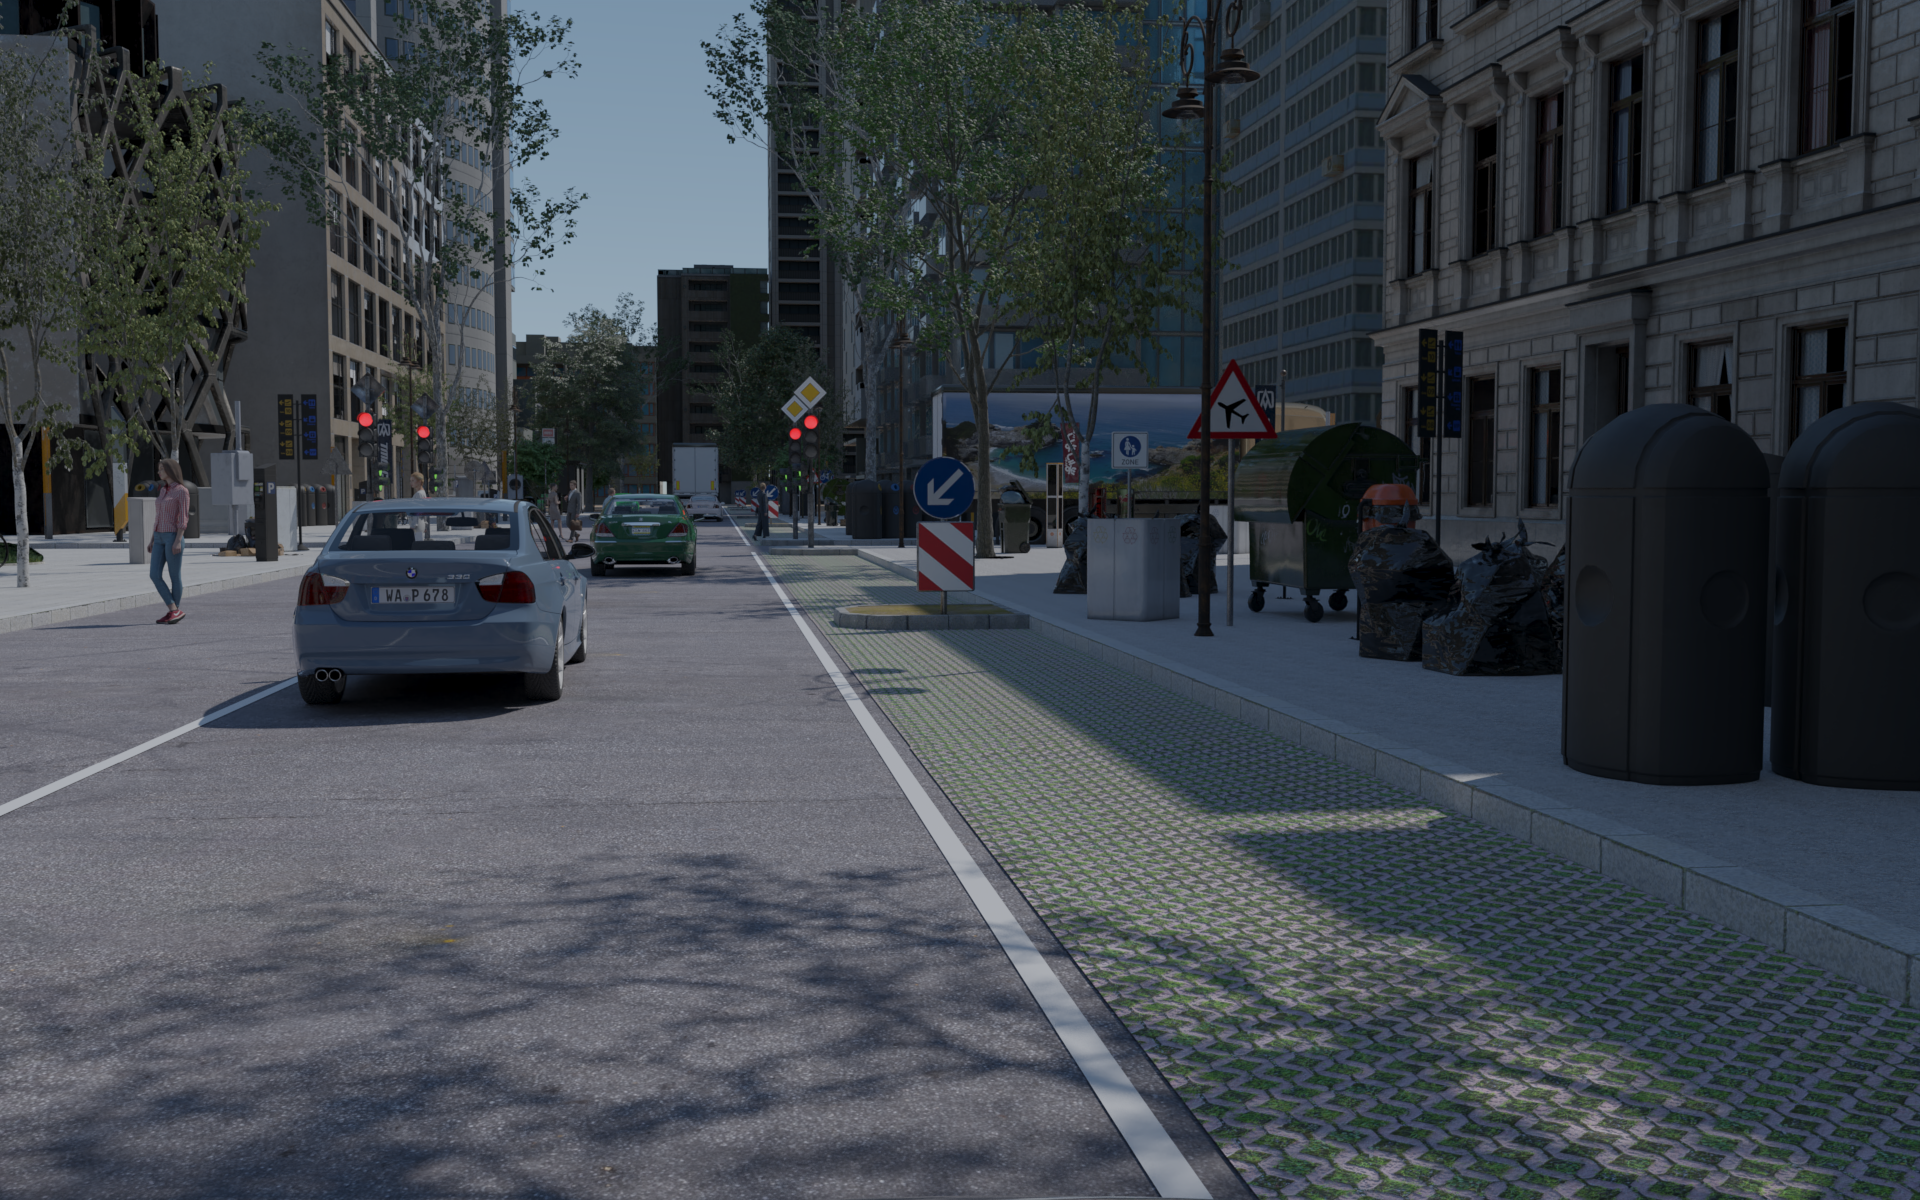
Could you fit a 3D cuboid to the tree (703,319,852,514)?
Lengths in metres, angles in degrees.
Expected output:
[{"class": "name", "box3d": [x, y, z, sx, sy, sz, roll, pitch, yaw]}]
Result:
[{"class": "tree", "box3d": [-11.744, -12.040, 113.862, 9.611, 12.733, 9.660, 0, 3, 0]}]

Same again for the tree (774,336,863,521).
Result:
[{"class": "tree", "box3d": [-6.784, -7.961, 80.530, 4.360, 8.622, 3.978, 0, 3, 0]}]

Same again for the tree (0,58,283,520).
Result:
[{"class": "tree", "box3d": [-13.460, -4.810, 29.004, 4.737, 8.622, 4.395, 0, 3, 0]}]

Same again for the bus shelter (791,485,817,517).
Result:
[{"class": "bus shelter", "box3d": [-9.325, -6.741, 101.493, 1.731, 3.624, 6.357, 0, 4, -8]}]

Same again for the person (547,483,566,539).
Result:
[{"class": "person", "box3d": [-12.794, -2.815, 54.868, 0.599, 1.781, 0.374, 3, 5, 41]}]

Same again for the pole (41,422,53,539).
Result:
[{"class": "pole", "box3d": [-25.879, -3.379, 49.092, 0.158, 3.312, 0.155, 0, 3, 0]}]

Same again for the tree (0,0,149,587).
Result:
[{"class": "tree", "box3d": [-12.945, -4.464, 23.351, 4.360, 8.622, 3.978, 0, 3, 0]}]

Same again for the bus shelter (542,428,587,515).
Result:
[{"class": "bus shelter", "box3d": [-24.770, -8.002, 108.458, 2.179, 5.291, 8.768, 0, 4, -8]}]

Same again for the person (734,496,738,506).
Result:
[{"class": "person", "box3d": [-24.744, -11.237, 192.737, 0.721, 1.766, 1.217, 2, 4, 29]}]

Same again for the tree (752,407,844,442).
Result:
[{"class": "tree", "box3d": [-12.757, -11.967, 130.076, 7.601, 10.594, 8.767, 1, 4, 20]}]

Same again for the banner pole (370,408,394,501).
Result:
[{"class": "banner pole", "box3d": [-17.038, -3.719, 50.828, 0.863, 3.779, 0.401, -3, 4, -38]}]

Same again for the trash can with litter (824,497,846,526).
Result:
[{"class": "trash can with litter", "box3d": [-4.871, -3.523, 68.993, 1.055, 1.170, 0.624, 1, 4, 13]}]

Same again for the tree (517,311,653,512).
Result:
[{"class": "tree", "box3d": [-26.303, -13.198, 122.434, 9.857, 13.997, 8.962, 0, 3, 0]}]

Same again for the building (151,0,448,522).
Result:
[{"class": "building", "box3d": [-39.768, -17.560, 91.625, 19.350, 26.468, 34.151, 0, 4, -8]}]

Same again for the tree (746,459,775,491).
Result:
[{"class": "tree", "box3d": [-21.673, -14.463, 186.828, 4.737, 8.622, 4.395, 0, 3, 0]}]

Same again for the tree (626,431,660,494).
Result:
[{"class": "tree", "box3d": [-36.397, -15.124, 197.635, 4.737, 8.622, 4.395, 0, 3, 0]}]

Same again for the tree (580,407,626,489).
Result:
[{"class": "tree", "box3d": [-29.722, -11.955, 145.829, 4.360, 8.622, 3.978, 0, 3, 0]}]

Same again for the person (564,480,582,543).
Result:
[{"class": "person", "box3d": [-11.344, -2.596, 50.905, 0.622, 1.834, 0.822, 2, 4, 26]}]

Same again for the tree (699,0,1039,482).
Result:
[{"class": "tree", "box3d": [-1.612, -12.477, 59.888, 12.611, 20.169, 13.585, 0, 3, 0]}]

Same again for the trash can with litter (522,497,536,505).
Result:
[{"class": "trash can with litter", "box3d": [-19.263, -4.046, 77.534, 0.624, 1.170, 1.055, 0, 4, 1]}]

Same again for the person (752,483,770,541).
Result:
[{"class": "person", "box3d": [-6.035, -2.685, 52.821, 0.576, 1.772, 0.534, 2, 4, 32]}]

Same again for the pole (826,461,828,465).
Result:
[{"class": "pole", "box3d": [-8.278, -6.948, 107.442, 0.158, 3.312, 0.155, 0, 3, 0]}]

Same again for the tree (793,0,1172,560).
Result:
[{"class": "tree", "box3d": [0.338, -6.634, 34.226, 9.928, 11.665, 9.643, 0, 3, 0]}]

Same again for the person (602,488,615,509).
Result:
[{"class": "person", "box3d": [-9.845, -2.359, 48.885, 0.330, 1.601, 0.589, -3, 5, -40]}]

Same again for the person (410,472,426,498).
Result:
[{"class": "person", "box3d": [-8.710, -1.168, 27.953, 0.624, 1.780, 0.694, 0, 4, -1]}]

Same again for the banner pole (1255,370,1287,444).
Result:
[{"class": "banner pole", "box3d": [6.305, -2.750, 34.986, 0.863, 3.779, 0.401, -1, 4, -17]}]

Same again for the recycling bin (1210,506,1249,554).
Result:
[{"class": "recycling bin", "box3d": [5.850, -1.518, 37.379, 0.722, 1.027, 0.722, 3, 4, 37]}]

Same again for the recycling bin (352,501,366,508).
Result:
[{"class": "recycling bin", "box3d": [-20.581, -2.907, 60.089, 0.722, 1.027, 0.722, 3, 5, 40]}]

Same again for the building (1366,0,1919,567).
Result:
[{"class": "building", "box3d": [14.100, -9.839, 25.499, 10.561, 19.102, 19.286, 0, 4, -8]}]

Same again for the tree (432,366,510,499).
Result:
[{"class": "tree", "box3d": [-28.056, -9.092, 99.022, 4.360, 8.622, 3.978, 0, 3, 0]}]

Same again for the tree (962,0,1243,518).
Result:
[{"class": "tree", "box3d": [1.879, -4.557, 24.866, 4.737, 8.622, 4.395, 0, 3, 0]}]

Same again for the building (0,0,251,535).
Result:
[{"class": "building", "box3d": [-34.482, -11.825, 60.793, 16.820, 18.784, 16.811, 0, 4, -8]}]

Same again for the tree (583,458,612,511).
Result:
[{"class": "tree", "box3d": [-28.097, -9.105, 132.578, 4.285, 4.588, 4.351, 0, 3, 0]}]

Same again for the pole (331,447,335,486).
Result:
[{"class": "pole", "box3d": [-27.011, -4.946, 74.708, 0.158, 3.312, 0.155, 0, 3, 0]}]

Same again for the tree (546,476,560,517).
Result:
[{"class": "tree", "box3d": [-23.021, -6.232, 96.492, 1.663, 3.219, 1.824, 0, 3, 0]}]

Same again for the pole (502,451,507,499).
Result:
[{"class": "pole", "box3d": [-21.533, -5.386, 81.898, 0.158, 3.312, 0.155, 0, 3, 0]}]

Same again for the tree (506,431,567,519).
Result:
[{"class": "tree", "box3d": [-22.178, -6.514, 90.210, 4.285, 4.588, 4.351, 0, 3, 0]}]

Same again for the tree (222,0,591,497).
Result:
[{"class": "tree", "box3d": [-18.536, -12.346, 57.749, 12.611, 20.169, 13.585, 0, 3, 0]}]

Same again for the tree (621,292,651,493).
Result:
[{"class": "tree", "box3d": [-30.285, -18.631, 160.501, 12.611, 20.169, 13.585, 0, 3, 0]}]

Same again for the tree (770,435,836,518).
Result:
[{"class": "tree", "box3d": [-8.403, -6.599, 91.614, 4.285, 4.588, 4.351, 0, 3, 0]}]

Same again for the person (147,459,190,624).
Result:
[{"class": "person", "box3d": [-8.779, -0.652, 19.175, 0.555, 1.821, 0.388, 1, 4, 20]}]

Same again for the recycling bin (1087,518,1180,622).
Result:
[{"class": "recycling bin", "box3d": [1.788, -0.322, 17.819, 0.722, 1.027, 0.722, 3, 4, 38]}]

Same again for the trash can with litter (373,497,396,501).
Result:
[{"class": "trash can with litter", "box3d": [-20.901, -3.129, 62.550, 0.624, 1.170, 1.055, 0, 4, 7]}]
